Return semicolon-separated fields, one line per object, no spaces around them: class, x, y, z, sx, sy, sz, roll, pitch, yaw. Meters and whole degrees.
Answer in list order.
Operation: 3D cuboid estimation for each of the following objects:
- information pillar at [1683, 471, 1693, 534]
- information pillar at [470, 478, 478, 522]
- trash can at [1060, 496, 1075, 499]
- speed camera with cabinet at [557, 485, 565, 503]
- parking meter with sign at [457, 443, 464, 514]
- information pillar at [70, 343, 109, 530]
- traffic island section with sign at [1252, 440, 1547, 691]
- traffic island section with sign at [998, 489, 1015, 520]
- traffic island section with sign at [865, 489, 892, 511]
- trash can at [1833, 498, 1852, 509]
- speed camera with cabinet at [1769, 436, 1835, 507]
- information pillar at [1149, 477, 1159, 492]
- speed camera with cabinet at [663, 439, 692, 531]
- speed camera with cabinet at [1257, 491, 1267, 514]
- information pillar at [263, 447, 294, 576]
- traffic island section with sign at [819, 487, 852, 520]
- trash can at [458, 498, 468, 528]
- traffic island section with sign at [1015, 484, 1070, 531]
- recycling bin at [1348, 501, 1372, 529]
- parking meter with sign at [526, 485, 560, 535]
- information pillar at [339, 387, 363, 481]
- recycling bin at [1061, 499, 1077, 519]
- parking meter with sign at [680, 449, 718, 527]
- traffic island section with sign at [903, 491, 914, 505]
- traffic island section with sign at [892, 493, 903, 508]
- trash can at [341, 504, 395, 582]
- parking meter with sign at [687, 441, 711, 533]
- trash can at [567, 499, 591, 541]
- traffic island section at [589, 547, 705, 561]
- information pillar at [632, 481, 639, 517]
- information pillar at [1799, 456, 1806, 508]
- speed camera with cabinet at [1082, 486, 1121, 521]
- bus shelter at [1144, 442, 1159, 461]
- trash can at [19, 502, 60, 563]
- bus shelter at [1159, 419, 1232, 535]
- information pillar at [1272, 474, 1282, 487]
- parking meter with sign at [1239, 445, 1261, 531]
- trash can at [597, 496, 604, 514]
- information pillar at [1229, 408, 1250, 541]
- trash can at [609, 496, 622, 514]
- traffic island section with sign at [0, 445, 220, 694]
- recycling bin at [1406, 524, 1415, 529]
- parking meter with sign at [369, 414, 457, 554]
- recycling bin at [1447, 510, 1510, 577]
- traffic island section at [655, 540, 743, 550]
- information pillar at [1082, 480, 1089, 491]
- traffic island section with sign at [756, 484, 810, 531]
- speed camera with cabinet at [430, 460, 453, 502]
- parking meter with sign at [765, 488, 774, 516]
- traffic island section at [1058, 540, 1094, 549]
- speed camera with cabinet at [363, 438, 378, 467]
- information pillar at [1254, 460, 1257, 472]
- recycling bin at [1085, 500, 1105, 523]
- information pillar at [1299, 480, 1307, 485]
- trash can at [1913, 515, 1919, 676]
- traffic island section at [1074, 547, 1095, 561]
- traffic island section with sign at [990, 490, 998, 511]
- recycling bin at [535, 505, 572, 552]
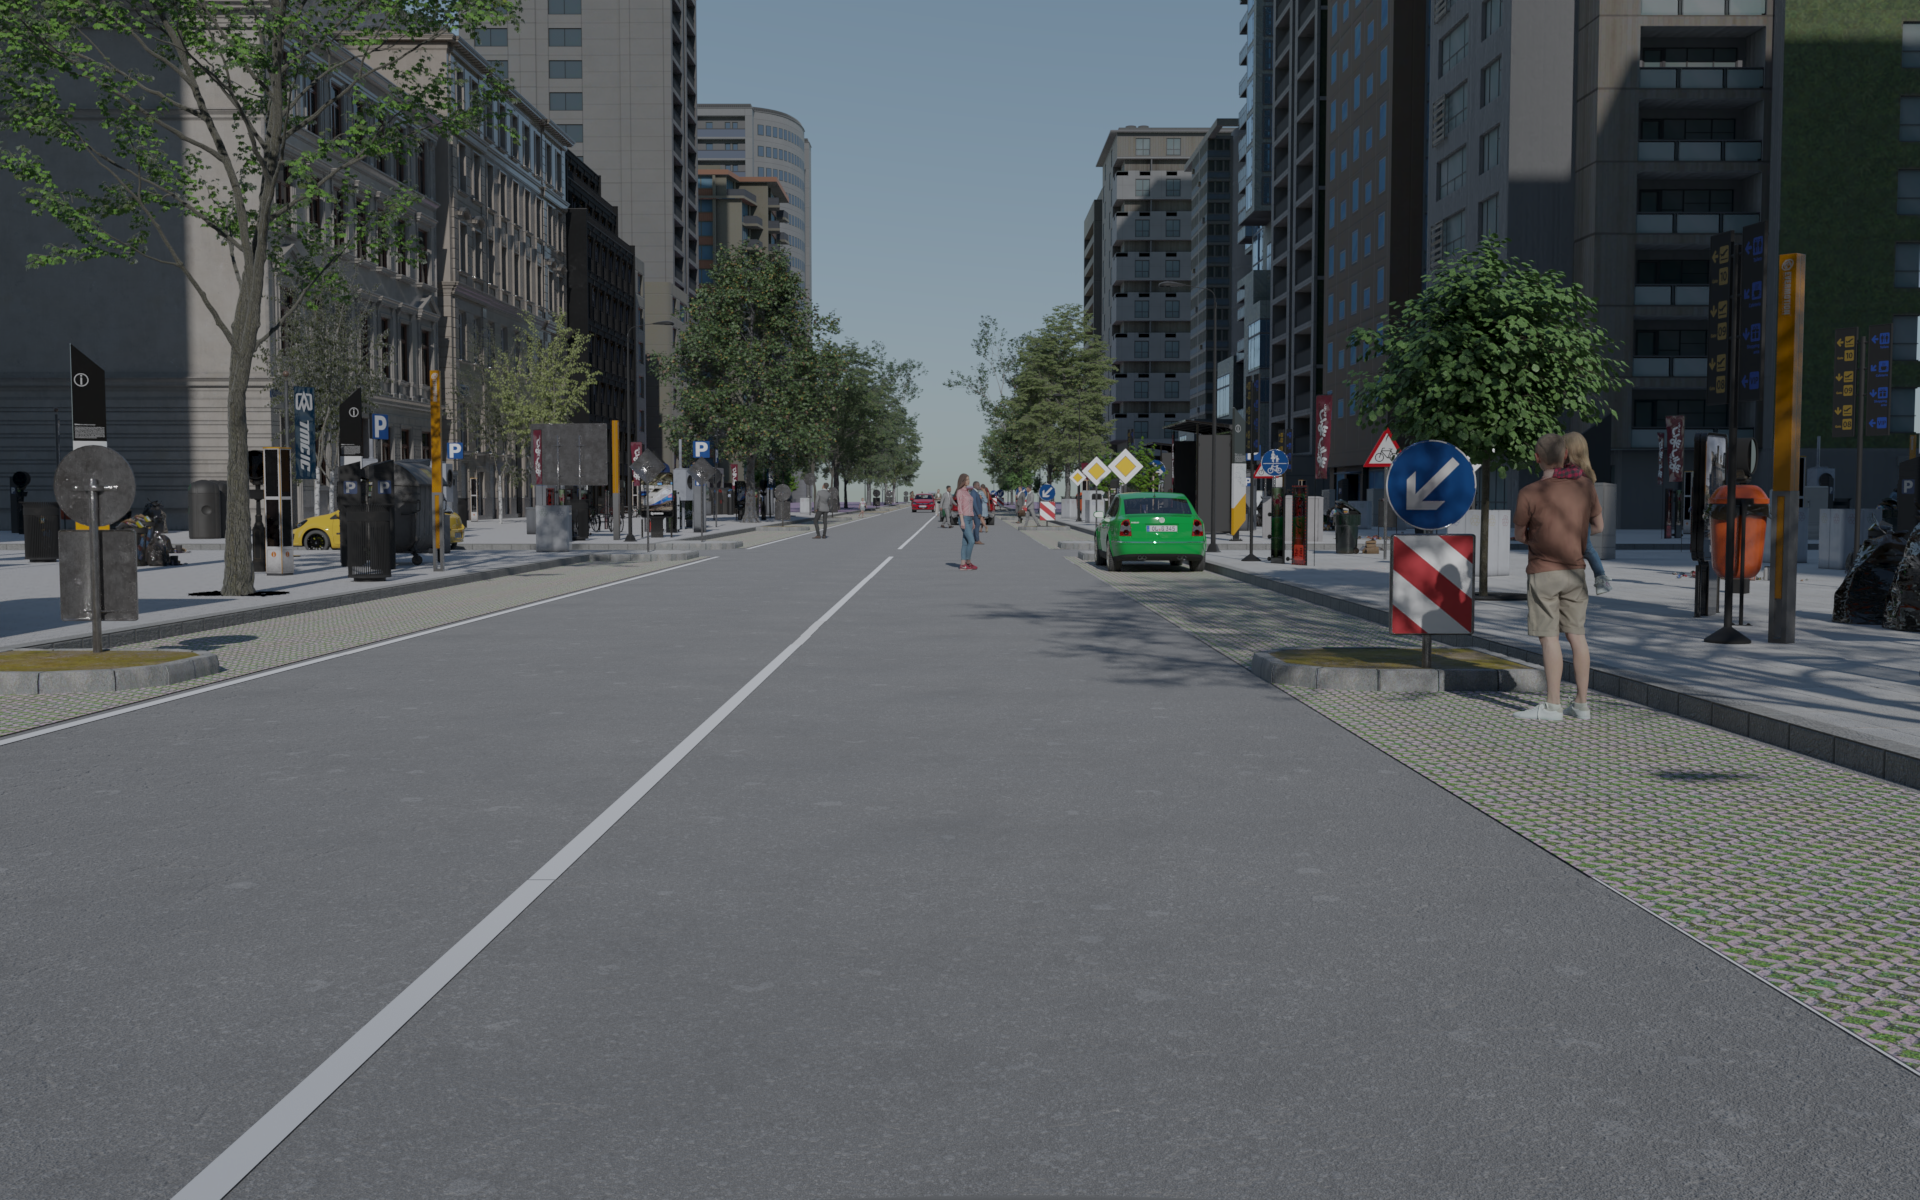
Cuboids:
information pillar;23.324;-3.106;55.276;0.304;2.012;0.304;-2;4;-27
information pillar;-22.262;-4.580;79.372;0.304;2.012;0.304;-1;4;-9
trash can;6.891;-6.173;112.585;0.748;1.137;0.748;0;3;0
speed camera with cabinet;-20.880;-5.869;90.289;0.660;3.252;2.038;2;4;33
parking meter with sign;-17.124;-3.770;57.907;0.543;3.016;1.738;0;4;2
information pillar;-13.633;-2.188;27.124;0.504;3.616;0.183;-2;4;-30
traffic island section with sign;3.339;-0.295;13.444;1.989;1.847;2.006;0;3;0
traffic island section with sign;3.283;-5.343;95.990;1.989;1.847;2.006;0;3;0
traffic island section with sign;-6.971;-8.414;146.193;1.989;1.847;2.006;0;3;0
trash can;30.231;-2.927;59.516;0.748;1.137;0.748;0;3;0
speed camera with cabinet;28.656;-3.951;58.927;2.038;3.252;0.660;0;4;-8
information pillar;6.602;-3.354;59.332;0.304;2.012;0.304;-3;5;-44
speed camera with cabinet;-10.200;-4.125;61.781;0.660;3.252;2.038;2;4;25
speed camera with cabinet;14.363;-5.663;86.928;2.038;3.252;0.660;0;4;6
information pillar;-10.719;-1.391;27.241;0.304;2.012;0.304;1;4;15
traffic island section with sign;-6.932;-5.269;94.775;1.989;1.847;2.006;0;3;0
trash can;-18.177;-3.125;62.748;0.748;1.137;0.748;0;3;0
traffic island section with sign;3.303;-3.658;68.436;1.989;1.847;2.006;0;3;0
recycling bin;14.576;-3.094;63.140;0.722;1.027;0.722;2;4;26
parking meter with sign;-13.302;-3.630;55.615;0.543;3.016;1.738;1;4;18
information pillar;-13.304;-2.848;37.927;0.504;3.616;0.183;0;4;2
recycling bin;5.817;-4.802;91.068;0.722;1.027;0.722;-3;5;-40
parking meter with sign;-10.249;-4.323;66.946;1.738;3.016;0.543;0;4;4
traffic island section with sign;-7.021;-13.407;227.835;1.989;1.847;2.006;0;3;0
traffic island section with sign;-6.996;-10.062;173.148;1.989;1.847;2.006;0;3;0
trash can;-8.679;-0.843;25.438;0.748;1.137;0.748;0;3;0
parking meter with sign;-8.683;-3.764;57.799;0.543;3.016;1.738;-1;4;-13
trash can;-10.530;-2.199;47.611;0.748;1.137;0.748;0;3;0
traffic island section;-6.887;-0.970;38.147;2.009;0.180;2.903;0;3;0
information pillar;-18.144;-5.648;96.838;0.304;2.012;0.304;0;4;-2
information pillar;16.068;-1.769;33.416;0.304;2.012;0.304;0;4;-6
speed camera with cabinet;6.772;-5.405;82.707;2.038;3.252;0.660;-3;4;-37
bus shelter;9.533;-5.495;81.132;1.731;3.624;6.357;0;3;0
trash can;-17.244;-1.278;32.541;0.748;1.137;0.748;0;3;0
bus shelter;7.948;-4.057;57.616;1.731;3.624;6.357;0;3;0
information pillar;15.516;-5.705;84.625;0.504;3.616;0.183;-1;4;-10
parking meter with sign;10.143;-3.949;60.829;0.543;3.016;1.738;1;4;19
trash can;-21.854;-5.776;106.095;0.748;1.137;0.748;0;3;0
information pillar;7.582;-3.411;47.130;0.504;3.616;0.183;-3;4;-38
trash can;-20.568;-5.615;103.460;0.748;1.137;0.748;0;3;0
traffic island section with sign;-6.882;-0.284;13.268;1.989;1.847;2.006;0;3;0
recycling bin;16.577;-3.153;64.109;0.722;1.027;0.722;2;4;23
parking meter with sign;-11.885;-2.525;37.550;1.738;3.016;0.543;1;4;19
recycling bin;8.161;-0.900;27.277;0.722;1.027;0.722;-3;5;-39
traffic island section;-6.892;-1.459;46.132;2.009;0.180;2.903;0;3;0
information pillar;6.544;-5.252;90.357;0.304;2.012;0.304;2;4;25
traffic island section with sign;-6.913;-3.620;67.820;1.989;1.847;2.006;0;3;0
speed camera with cabinet;-14.799;-3.322;48.657;0.660;3.252;2.038;0;3;0
parking meter with sign;-11.401;-6.562;103.552;0.543;3.016;1.738;-1;4;-22
traffic island section;3.649;-1.459;46.135;2.009;0.180;2.903;0;3;0
speed camera with cabinet;-15.962;-3.162;46.033;0.660;3.252;2.038;-2;4;-30
information pillar;13.064;-5.275;77.593;0.504;3.616;0.183;2;4;25
recycling bin;5.961;-3.906;76.412;0.722;1.027;0.722;-1;4;-14
information pillar;17.884;-5.259;90.475;0.304;2.012;0.304;-1;4;-22
trash can;6.709;0.012;11.450;0.748;1.137;0.748;0;3;0
traffic island section;3.655;-0.971;38.150;2.009;0.180;2.903;0;3;0
traffic island section with sign;3.268;-8.386;145.744;1.989;1.847;2.006;0;3;0
recycling bin;-9.062;-1.596;38.655;0.722;1.027;0.722;0;4;-7
